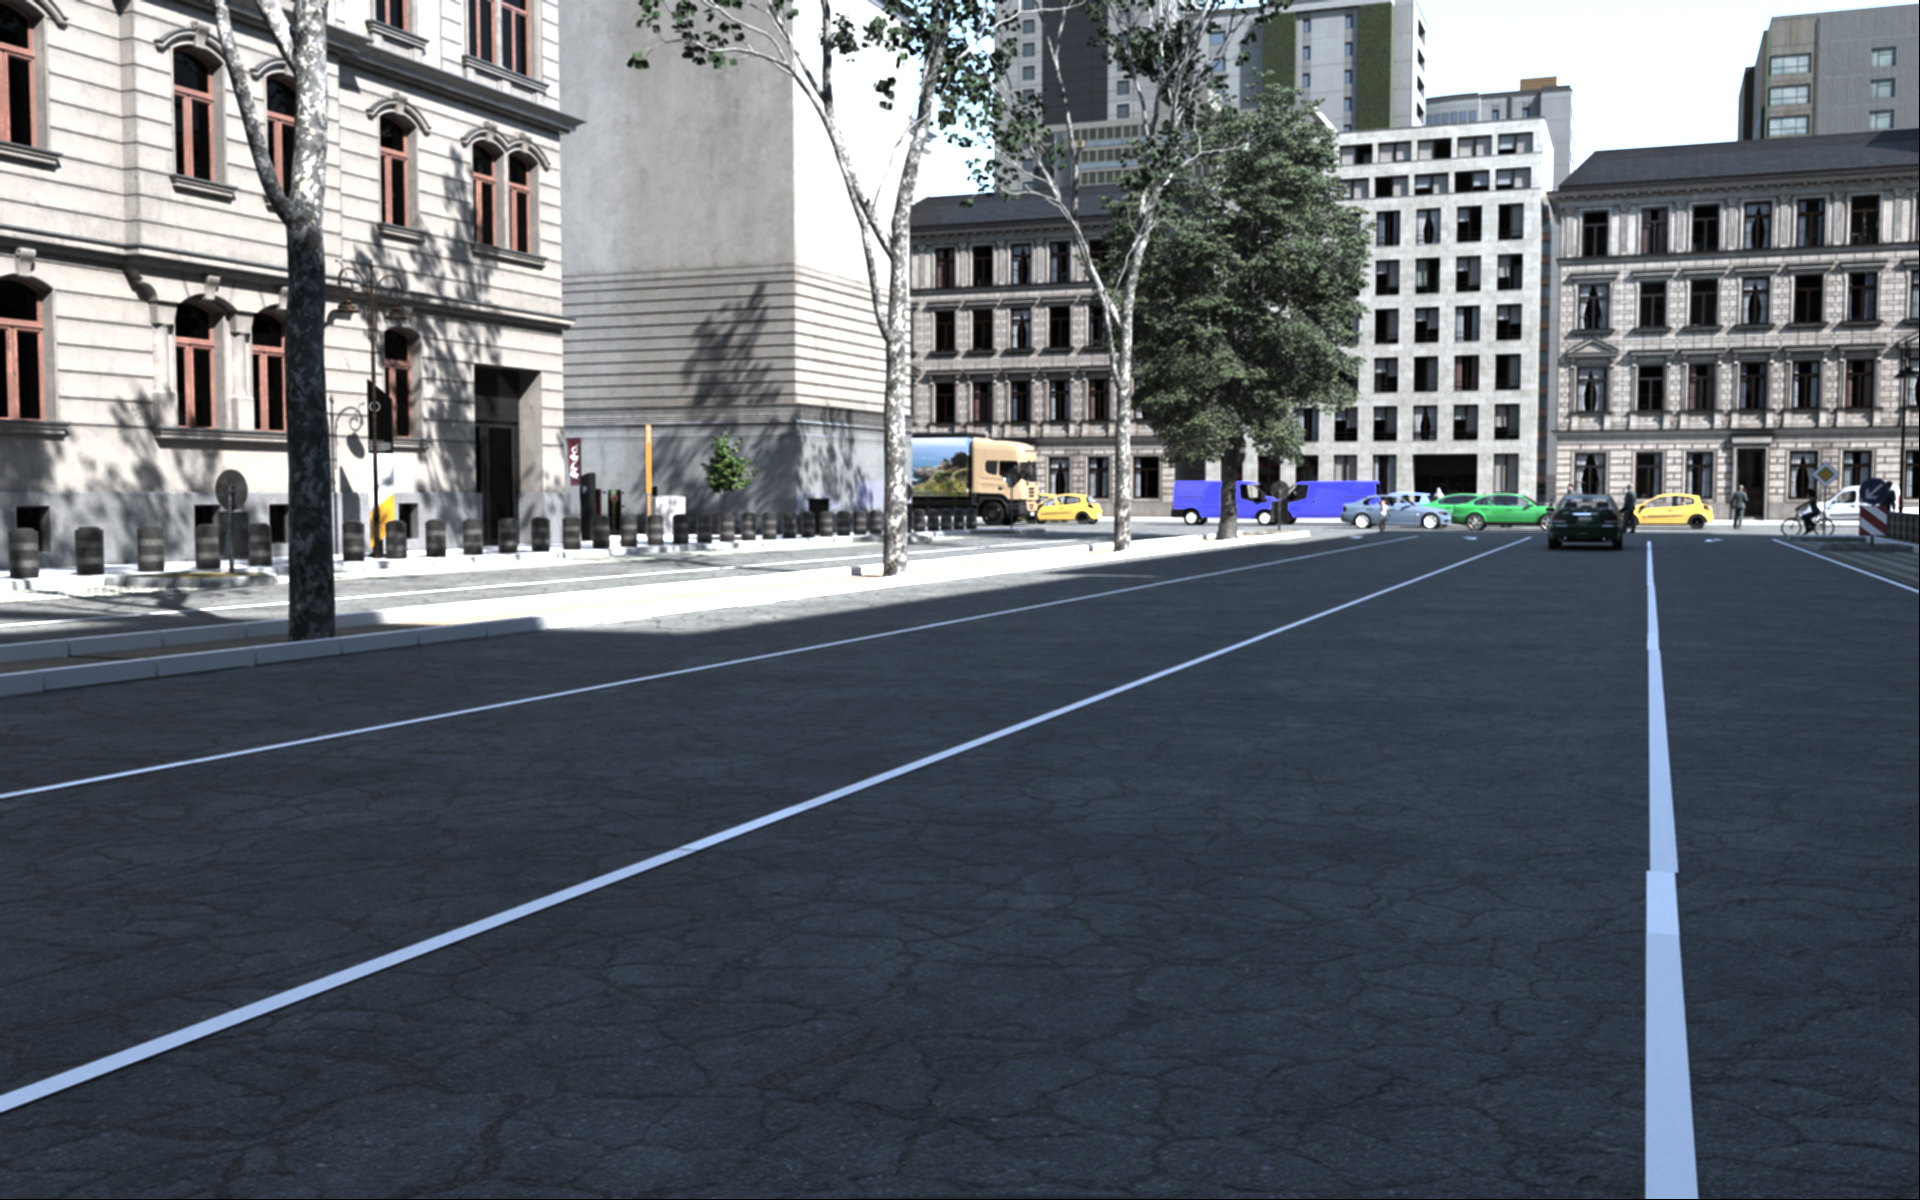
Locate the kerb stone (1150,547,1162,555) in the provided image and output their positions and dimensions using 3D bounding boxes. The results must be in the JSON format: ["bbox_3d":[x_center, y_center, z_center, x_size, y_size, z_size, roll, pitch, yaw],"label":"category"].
[{"bbox_3d":[4.513,-1.138,40.798,0.120,0.150,1.000,1,4,22],"label":"kerb stone"}]

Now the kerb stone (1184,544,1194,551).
[{"bbox_3d":[5.654,-1.313,43.668,0.120,0.150,1.000,1,4,22],"label":"kerb stone"}]

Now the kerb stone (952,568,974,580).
[{"bbox_3d":[-0.041,-0.435,29.313,0.120,0.150,1.000,1,4,22],"label":"kerb stone"}]

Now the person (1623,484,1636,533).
[{"bbox_3d":[24.674,-3.385,64.020,0.661,1.801,0.590,-3,4,-36],"label":"person"}]

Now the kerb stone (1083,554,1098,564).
[{"bbox_3d":[2.612,-0.845,36.005,0.120,0.150,1.000,1,4,22],"label":"kerb stone"}]

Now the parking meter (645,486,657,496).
[{"bbox_3d":[-9.907,-2.887,55.607,0.372,1.533,0.369,0,3,0],"label":"parking meter"}]

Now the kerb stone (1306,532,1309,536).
[{"bbox_3d":[11.729,-2.243,58.984,0.120,0.150,1.000,1,4,22],"label":"kerb stone"}]

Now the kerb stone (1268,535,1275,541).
[{"bbox_3d":[9.453,-1.899,53.247,0.120,0.150,1.000,1,4,22],"label":"kerb stone"}]

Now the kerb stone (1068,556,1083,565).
[{"bbox_3d":[2.236,-0.785,35.049,0.120,0.150,1.000,1,4,22],"label":"kerb stone"}]

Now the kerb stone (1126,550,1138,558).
[{"bbox_3d":[3.749,-1.020,38.880,0.120,0.150,1.000,1,4,22],"label":"kerb stone"}]

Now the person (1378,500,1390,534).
[{"bbox_3d":[15.414,-3.017,62.842,0.382,1.210,0.505,-3,5,-44],"label":"person"}]

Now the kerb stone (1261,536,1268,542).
[{"bbox_3d":[9.075,-1.839,52.286,0.120,0.150,1.000,1,4,22],"label":"kerb stone"}]

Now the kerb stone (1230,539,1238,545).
[{"bbox_3d":[7.550,-1.606,48.458,0.120,0.150,1.000,1,4,22],"label":"kerb stone"}]

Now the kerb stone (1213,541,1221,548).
[{"bbox_3d":[6.786,-1.486,46.545,0.120,0.150,1.000,1,4,22],"label":"kerb stone"}]

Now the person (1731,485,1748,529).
[{"bbox_3d":[32.023,-3.817,71.082,0.661,1.801,0.590,3,5,43],"label":"person"}]

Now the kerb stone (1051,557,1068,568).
[{"bbox_3d":[1.859,-0.721,34.095,0.120,0.150,1.000,1,4,22],"label":"kerb stone"}]

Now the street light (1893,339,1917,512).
[{"bbox_3d":[28.275,-4.840,51.924,0.468,5.910,1.993,1,4,22],"label":"street light"}]

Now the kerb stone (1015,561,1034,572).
[{"bbox_3d":[1.100,-0.607,32.176,0.120,0.150,1.000,1,4,22],"label":"kerb stone"}]

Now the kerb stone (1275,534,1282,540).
[{"bbox_3d":[9.836,-1.958,54.202,0.120,0.150,1.000,1,4,22],"label":"kerb stone"}]

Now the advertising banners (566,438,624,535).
[{"bbox_3d":[-11.377,-3.534,53.966,2.074,3.025,0.090,2,4,23],"label":"advertising banners"}]

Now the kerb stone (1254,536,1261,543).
[{"bbox_3d":[8.696,-1.782,51.332,0.120,0.150,1.000,1,4,22],"label":"kerb stone"}]

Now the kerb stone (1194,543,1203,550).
[{"bbox_3d":[6.024,-1.372,44.625,0.120,0.150,1.000,1,4,22],"label":"kerb stone"}]

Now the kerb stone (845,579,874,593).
[{"bbox_3d":[-1.562,-0.201,25.486,0.120,0.150,1.000,1,4,22],"label":"kerb stone"}]

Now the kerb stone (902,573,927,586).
[{"bbox_3d":[-0.803,-0.319,27.404,0.120,0.150,1.000,1,4,22],"label":"kerb stone"}]

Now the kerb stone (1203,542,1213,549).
[{"bbox_3d":[6.410,-1.431,45.589,0.120,0.150,1.000,1,4,22],"label":"kerb stone"}]

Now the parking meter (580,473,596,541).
[{"bbox_3d":[-10.264,-2.573,47.787,0.399,1.863,0.255,2,4,35],"label":"parking meter"}]

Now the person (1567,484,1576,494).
[{"bbox_3d":[24.898,-3.821,70.780,0.447,1.846,0.655,2,4,31],"label":"person"}]

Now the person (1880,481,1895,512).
[{"bbox_3d":[30.237,-2.952,56.539,0.755,1.850,0.659,-2,4,-26],"label":"person"}]

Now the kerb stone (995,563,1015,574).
[{"bbox_3d":[0.716,-0.552,31.223,0.120,0.150,1.000,1,4,22],"label":"kerb stone"}]

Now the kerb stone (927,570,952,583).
[{"bbox_3d":[-0.416,-0.377,28.356,0.120,0.150,1.000,1,4,22],"label":"kerb stone"}]

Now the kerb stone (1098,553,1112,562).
[{"bbox_3d":[2.983,-0.901,36.969,0.120,0.150,1.000,1,4,22],"label":"kerb stone"}]

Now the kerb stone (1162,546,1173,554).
[{"bbox_3d":[4.889,-1.196,41.755,0.120,0.150,1.000,1,4,22],"label":"kerb stone"}]

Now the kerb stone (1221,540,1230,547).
[{"bbox_3d":[7.175,-1.547,47.495,0.120,0.150,1.000,1,4,22],"label":"kerb stone"}]

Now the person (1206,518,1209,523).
[{"bbox_3d":[12.189,-4.680,85.004,0.794,1.824,0.713,-1,4,-21],"label":"person"}]

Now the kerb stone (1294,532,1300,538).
[{"bbox_3d":[10.964,-2.133,57.068,0.120,0.150,1.000,1,4,22],"label":"kerb stone"}]

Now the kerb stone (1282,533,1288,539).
[{"bbox_3d":[10.211,-2.016,55.158,0.120,0.150,1.000,1,4,22],"label":"kerb stone"}]

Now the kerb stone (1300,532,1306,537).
[{"bbox_3d":[11.343,-2.191,58.024,0.120,0.150,1.000,1,4,22],"label":"kerb stone"}]

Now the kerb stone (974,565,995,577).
[{"bbox_3d":[0.336,-0.491,30.270,0.120,0.150,1.000,1,4,22],"label":"kerb stone"}]

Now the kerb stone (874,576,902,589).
[{"bbox_3d":[-1.186,-0.260,26.441,0.120,0.150,1.000,1,4,22],"label":"kerb stone"}]

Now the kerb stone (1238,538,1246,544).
[{"bbox_3d":[7.930,-1.665,49.412,0.120,0.150,1.000,1,4,22],"label":"kerb stone"}]

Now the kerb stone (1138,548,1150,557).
[{"bbox_3d":[4.130,-1.079,39.838,0.120,0.150,1.000,1,4,22],"label":"kerb stone"}]

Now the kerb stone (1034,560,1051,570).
[{"bbox_3d":[1.475,-0.670,33.143,0.120,0.150,1.000,1,4,22],"label":"kerb stone"}]

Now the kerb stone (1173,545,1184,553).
[{"bbox_3d":[5.271,-1.253,42.715,0.120,0.150,1.000,1,4,22],"label":"kerb stone"}]

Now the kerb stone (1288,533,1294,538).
[{"bbox_3d":[10.592,-2.074,56.111,0.120,0.150,1.000,1,4,22],"label":"kerb stone"}]

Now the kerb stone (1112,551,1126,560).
[{"bbox_3d":[3.374,-0.959,37.919,0.120,0.150,1.000,1,4,22],"label":"kerb stone"}]

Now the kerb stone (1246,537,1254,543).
[{"bbox_3d":[8.308,-1.723,50.370,0.120,0.150,1.000,1,4,22],"label":"kerb stone"}]
